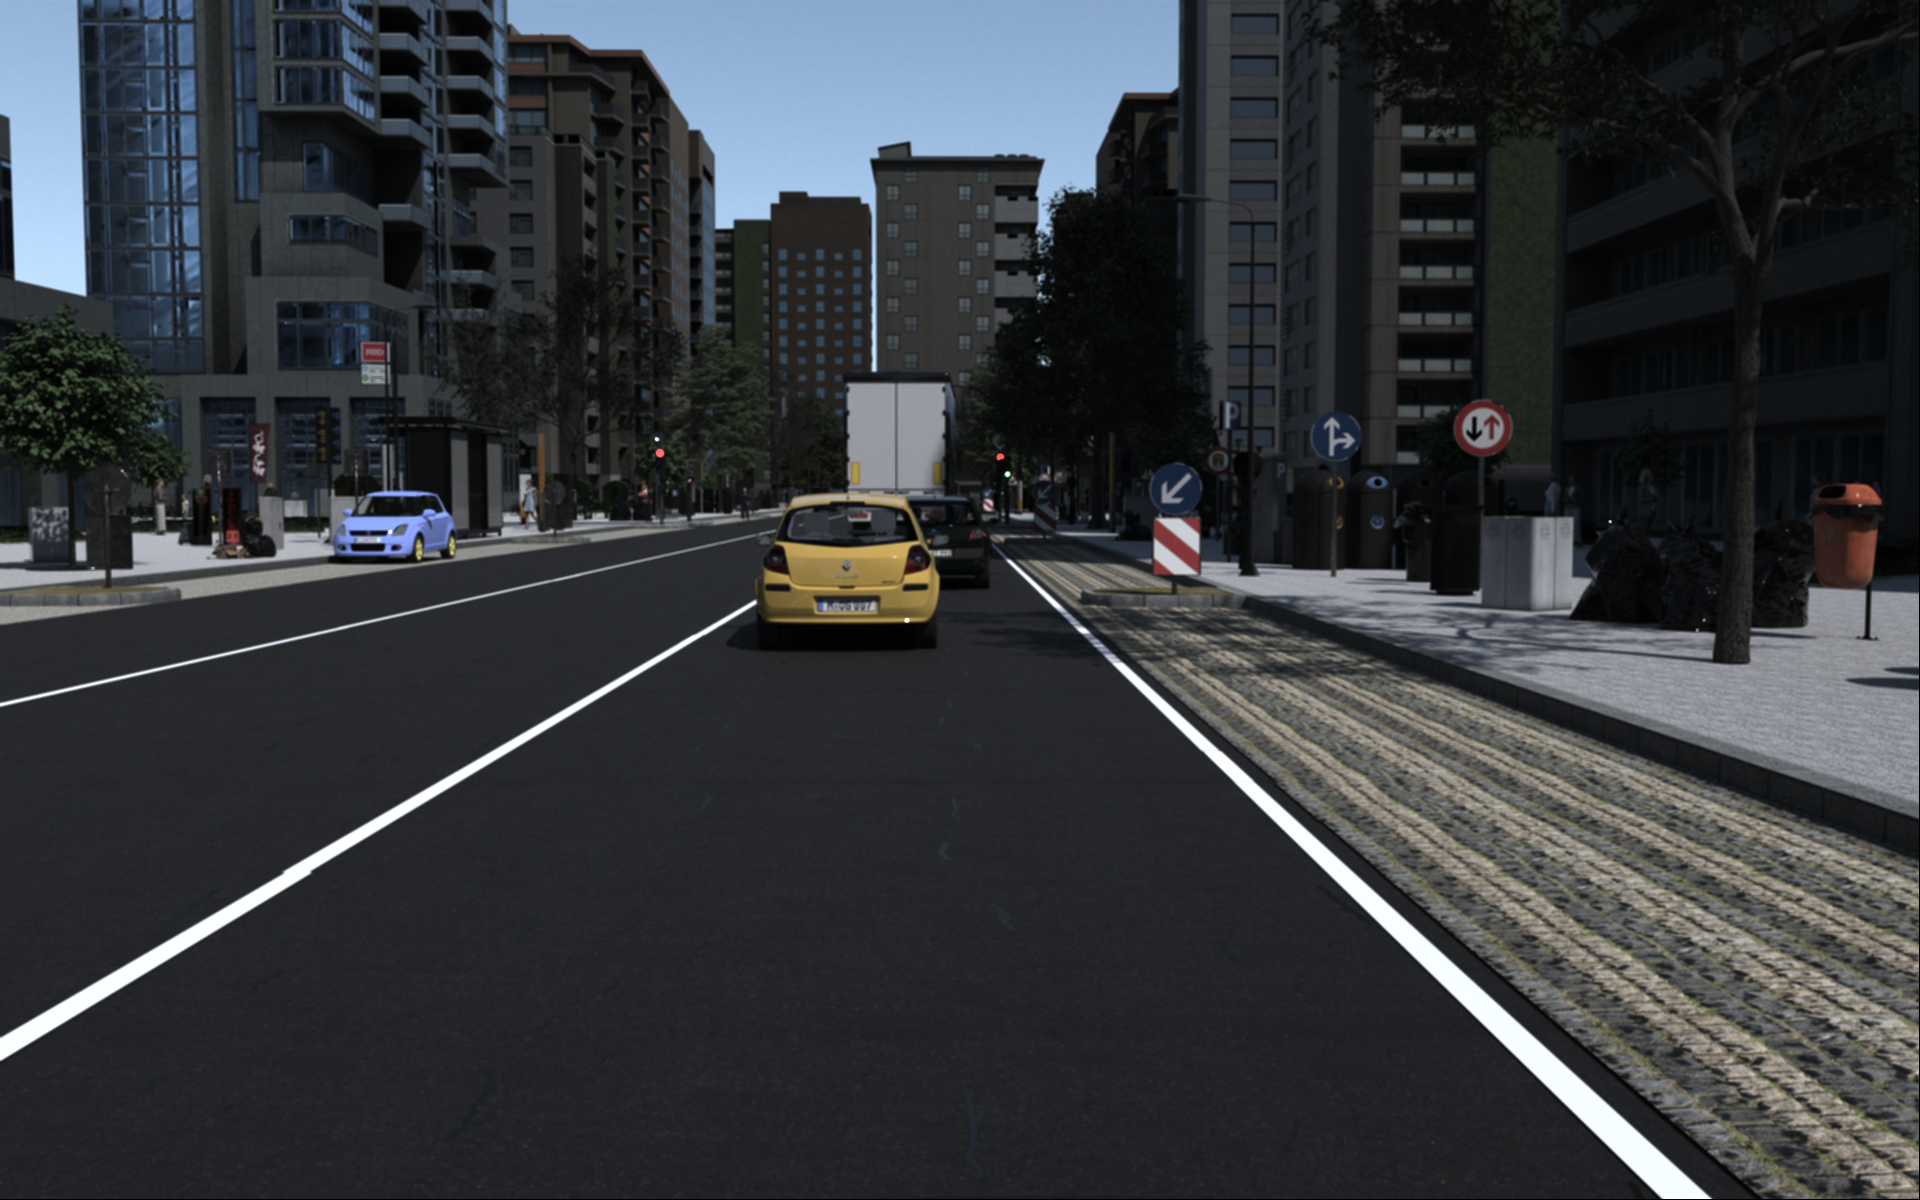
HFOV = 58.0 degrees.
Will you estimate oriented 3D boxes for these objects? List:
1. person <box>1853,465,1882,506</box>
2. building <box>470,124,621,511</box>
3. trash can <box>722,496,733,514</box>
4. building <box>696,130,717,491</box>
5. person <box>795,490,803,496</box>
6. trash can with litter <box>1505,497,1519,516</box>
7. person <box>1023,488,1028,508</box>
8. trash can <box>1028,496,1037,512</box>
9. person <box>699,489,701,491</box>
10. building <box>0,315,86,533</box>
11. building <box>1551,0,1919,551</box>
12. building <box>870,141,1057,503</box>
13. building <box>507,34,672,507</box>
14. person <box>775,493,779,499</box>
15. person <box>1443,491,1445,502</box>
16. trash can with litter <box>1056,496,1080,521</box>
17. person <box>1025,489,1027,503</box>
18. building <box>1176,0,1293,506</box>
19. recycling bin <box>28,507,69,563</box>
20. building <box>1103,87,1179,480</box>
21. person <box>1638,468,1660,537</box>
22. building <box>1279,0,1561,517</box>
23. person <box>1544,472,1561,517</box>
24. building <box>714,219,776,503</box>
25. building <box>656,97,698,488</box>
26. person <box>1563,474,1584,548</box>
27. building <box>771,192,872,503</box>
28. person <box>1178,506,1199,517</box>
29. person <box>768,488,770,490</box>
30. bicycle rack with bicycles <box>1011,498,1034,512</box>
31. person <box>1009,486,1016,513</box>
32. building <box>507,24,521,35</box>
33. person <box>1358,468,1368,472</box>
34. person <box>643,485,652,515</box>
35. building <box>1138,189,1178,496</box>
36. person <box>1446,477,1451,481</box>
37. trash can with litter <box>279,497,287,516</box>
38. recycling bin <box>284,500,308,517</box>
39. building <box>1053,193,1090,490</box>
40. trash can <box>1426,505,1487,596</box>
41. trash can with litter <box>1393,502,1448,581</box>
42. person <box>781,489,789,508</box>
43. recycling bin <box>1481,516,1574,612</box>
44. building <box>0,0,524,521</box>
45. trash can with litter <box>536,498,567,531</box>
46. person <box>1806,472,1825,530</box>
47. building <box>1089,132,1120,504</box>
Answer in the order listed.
[{"bbox_3d":[16.780,-1.589,32.030,0.555,1.821,0.388,1,4,18],"label":"person"},{"bbox_3d":[-35.644,-22.462,138.961,14.160,30.474,14.107,0,4,-1],"label":"building"},{"bbox_3d":[-14.955,-6.107,111.500,0.748,1.137,0.748,0,3,0],"label":"trash can"},{"bbox_3d":[-37.470,-34.196,209.211,14.200,45.320,14.600,0,4,-1],"label":"building"},{"bbox_3d":[-21.214,-13.607,228.536,1.348,1.822,0.705,-2,4,-33],"label":"person"},{"bbox_3d":[22.781,-3.718,72.179,0.624,1.170,1.055,-2,4,-31],"label":"trash can with litter"},{"bbox_3d":[5.925,-9.300,158.029,0.705,1.831,1.348,1,4,22],"label":"person"},{"bbox_3d":[5.265,-6.940,125.117,0.748,1.137,0.748,0,3,0],"label":"trash can"},{"bbox_3d":[-28.753,-11.348,191.589,0.705,1.824,1.348,-1,4,-14],"label":"person"},{"bbox_3d":[-43.829,-44.771,44.679,31.000,86.520,22.319,0,4,-1],"label":"building"},{"bbox_3d":[30.252,-25.789,45.347,21.300,48.544,21.600,0,4,-1],"label":"building"},{"bbox_3d":[0.540,-41.450,266.945,27.495,52.752,28.713,0,4,-1],"label":"building"},{"bbox_3d":[-40.399,-31.448,168.794,22.147,44.769,28.867,0,4,-1],"label":"building"},{"bbox_3d":[-18.386,-10.120,172.980,0.415,1.643,0.593,3,5,43],"label":"person"},{"bbox_3d":[24.044,-4.858,85.329,0.748,1.841,0.638,-1,4,-12],"label":"person"},{"bbox_3d":[5.297,-4.331,81.874,1.678,1.210,2.233,-1,4,-17],"label":"trash can with litter"},{"bbox_3d":[8.147,-12.761,214.314,0.705,1.869,1.348,1,4,11],"label":"person"},{"bbox_3d":[28.330,-36.620,140.741,21.231,58.520,28.212,0,4,-1],"label":"building"},{"bbox_3d":[-17.217,-1.240,32.836,0.722,1.027,0.722,-2,4,-33],"label":"recycling bin"},{"bbox_3d":[27.569,-32.612,187.831,22.147,44.769,28.867,0,4,-1],"label":"building"},{"bbox_3d":[13.798,-1.737,34.626,0.537,1.800,0.526,-1,4,-16],"label":"person"},{"bbox_3d":[26.825,-25.479,100.181,14.086,41.232,14.154,0,4,-1],"label":"building"},{"bbox_3d":[13.871,-2.085,40.356,0.478,1.798,0.641,-2,4,-32],"label":"person"},{"bbox_3d":[-34.566,-35.220,259.438,14.086,41.232,14.154,0,4,-1],"label":"building"},{"bbox_3d":[-37.653,-33.068,190.767,14.600,45.320,14.200,0,4,-1],"label":"building"},{"bbox_3d":[14.603,-2.125,41.342,0.362,1.759,0.519,-3,5,-41],"label":"person"},{"bbox_3d":[-20.419,-37.245,259.066,14.200,45.320,14.600,0,4,-1],"label":"building"},{"bbox_3d":[6.466,-2.608,49.033,0.624,1.780,0.694,-3,5,-43],"label":"person"},{"bbox_3d":[-17.656,-9.403,159.919,0.705,1.807,1.348,-2,4,-29],"label":"person"},{"bbox_3d":[4.937,-8.246,148.202,2.852,0.926,2.925,0,4,7],"label":"bicycle rack with bicycles"},{"bbox_3d":[3.251,-6.635,114.295,0.755,1.850,0.659,-3,5,-40],"label":"person"},{"bbox_3d":[-76.814,-50.298,260.628,20.611,71.187,20.563,0,4,-1],"label":"building"},{"bbox_3d":[7.736,-1.639,33.188,0.374,1.781,0.599,2,4,26],"label":"person"},{"bbox_3d":[-16.591,-5.222,91.640,0.641,1.798,0.478,-3,4,-36],"label":"person"},{"bbox_3d":[23.942,-24.136,166.328,14.160,30.474,14.107,0,4,-1],"label":"building"},{"bbox_3d":[14.734,-2.806,52.153,0.641,1.798,0.478,2,4,31],"label":"person"},{"bbox_3d":[-30.630,-4.150,79.232,1.055,1.170,0.624,0,4,-3],"label":"trash can with litter"},{"bbox_3d":[-26.279,-3.423,68.524,0.722,1.027,0.722,0,4,-5],"label":"recycling bin"},{"bbox_3d":[21.534,-37.295,259.882,14.200,45.320,14.600,0,4,-1],"label":"building"},{"bbox_3d":[6.294,-0.633,22.003,0.748,1.137,0.748,0,3,0],"label":"trash can"},{"bbox_3d":[6.955,-0.862,25.481,1.055,1.170,0.624,-2,4,-28],"label":"trash can with litter"},{"bbox_3d":[-16.108,-9.421,160.900,1.217,1.723,0.721,2,4,25],"label":"person"},{"bbox_3d":[6.330,-0.414,19.331,0.722,1.027,0.722,-2,4,-35],"label":"recycling bin"},{"bbox_3d":[-40.259,-48.546,106.397,22.319,86.520,31.000,0,4,-1],"label":"building"},{"bbox_3d":[-14.397,-3.032,60.962,1.055,1.170,0.624,-1,4,-13],"label":"trash can with litter"},{"bbox_3d":[16.190,-1.569,32.698,0.512,1.701,0.522,-3,5,-41],"label":"person"},{"bbox_3d":[23.939,-34.233,209.815,14.600,45.320,14.200,0,4,-1],"label":"building"}]
